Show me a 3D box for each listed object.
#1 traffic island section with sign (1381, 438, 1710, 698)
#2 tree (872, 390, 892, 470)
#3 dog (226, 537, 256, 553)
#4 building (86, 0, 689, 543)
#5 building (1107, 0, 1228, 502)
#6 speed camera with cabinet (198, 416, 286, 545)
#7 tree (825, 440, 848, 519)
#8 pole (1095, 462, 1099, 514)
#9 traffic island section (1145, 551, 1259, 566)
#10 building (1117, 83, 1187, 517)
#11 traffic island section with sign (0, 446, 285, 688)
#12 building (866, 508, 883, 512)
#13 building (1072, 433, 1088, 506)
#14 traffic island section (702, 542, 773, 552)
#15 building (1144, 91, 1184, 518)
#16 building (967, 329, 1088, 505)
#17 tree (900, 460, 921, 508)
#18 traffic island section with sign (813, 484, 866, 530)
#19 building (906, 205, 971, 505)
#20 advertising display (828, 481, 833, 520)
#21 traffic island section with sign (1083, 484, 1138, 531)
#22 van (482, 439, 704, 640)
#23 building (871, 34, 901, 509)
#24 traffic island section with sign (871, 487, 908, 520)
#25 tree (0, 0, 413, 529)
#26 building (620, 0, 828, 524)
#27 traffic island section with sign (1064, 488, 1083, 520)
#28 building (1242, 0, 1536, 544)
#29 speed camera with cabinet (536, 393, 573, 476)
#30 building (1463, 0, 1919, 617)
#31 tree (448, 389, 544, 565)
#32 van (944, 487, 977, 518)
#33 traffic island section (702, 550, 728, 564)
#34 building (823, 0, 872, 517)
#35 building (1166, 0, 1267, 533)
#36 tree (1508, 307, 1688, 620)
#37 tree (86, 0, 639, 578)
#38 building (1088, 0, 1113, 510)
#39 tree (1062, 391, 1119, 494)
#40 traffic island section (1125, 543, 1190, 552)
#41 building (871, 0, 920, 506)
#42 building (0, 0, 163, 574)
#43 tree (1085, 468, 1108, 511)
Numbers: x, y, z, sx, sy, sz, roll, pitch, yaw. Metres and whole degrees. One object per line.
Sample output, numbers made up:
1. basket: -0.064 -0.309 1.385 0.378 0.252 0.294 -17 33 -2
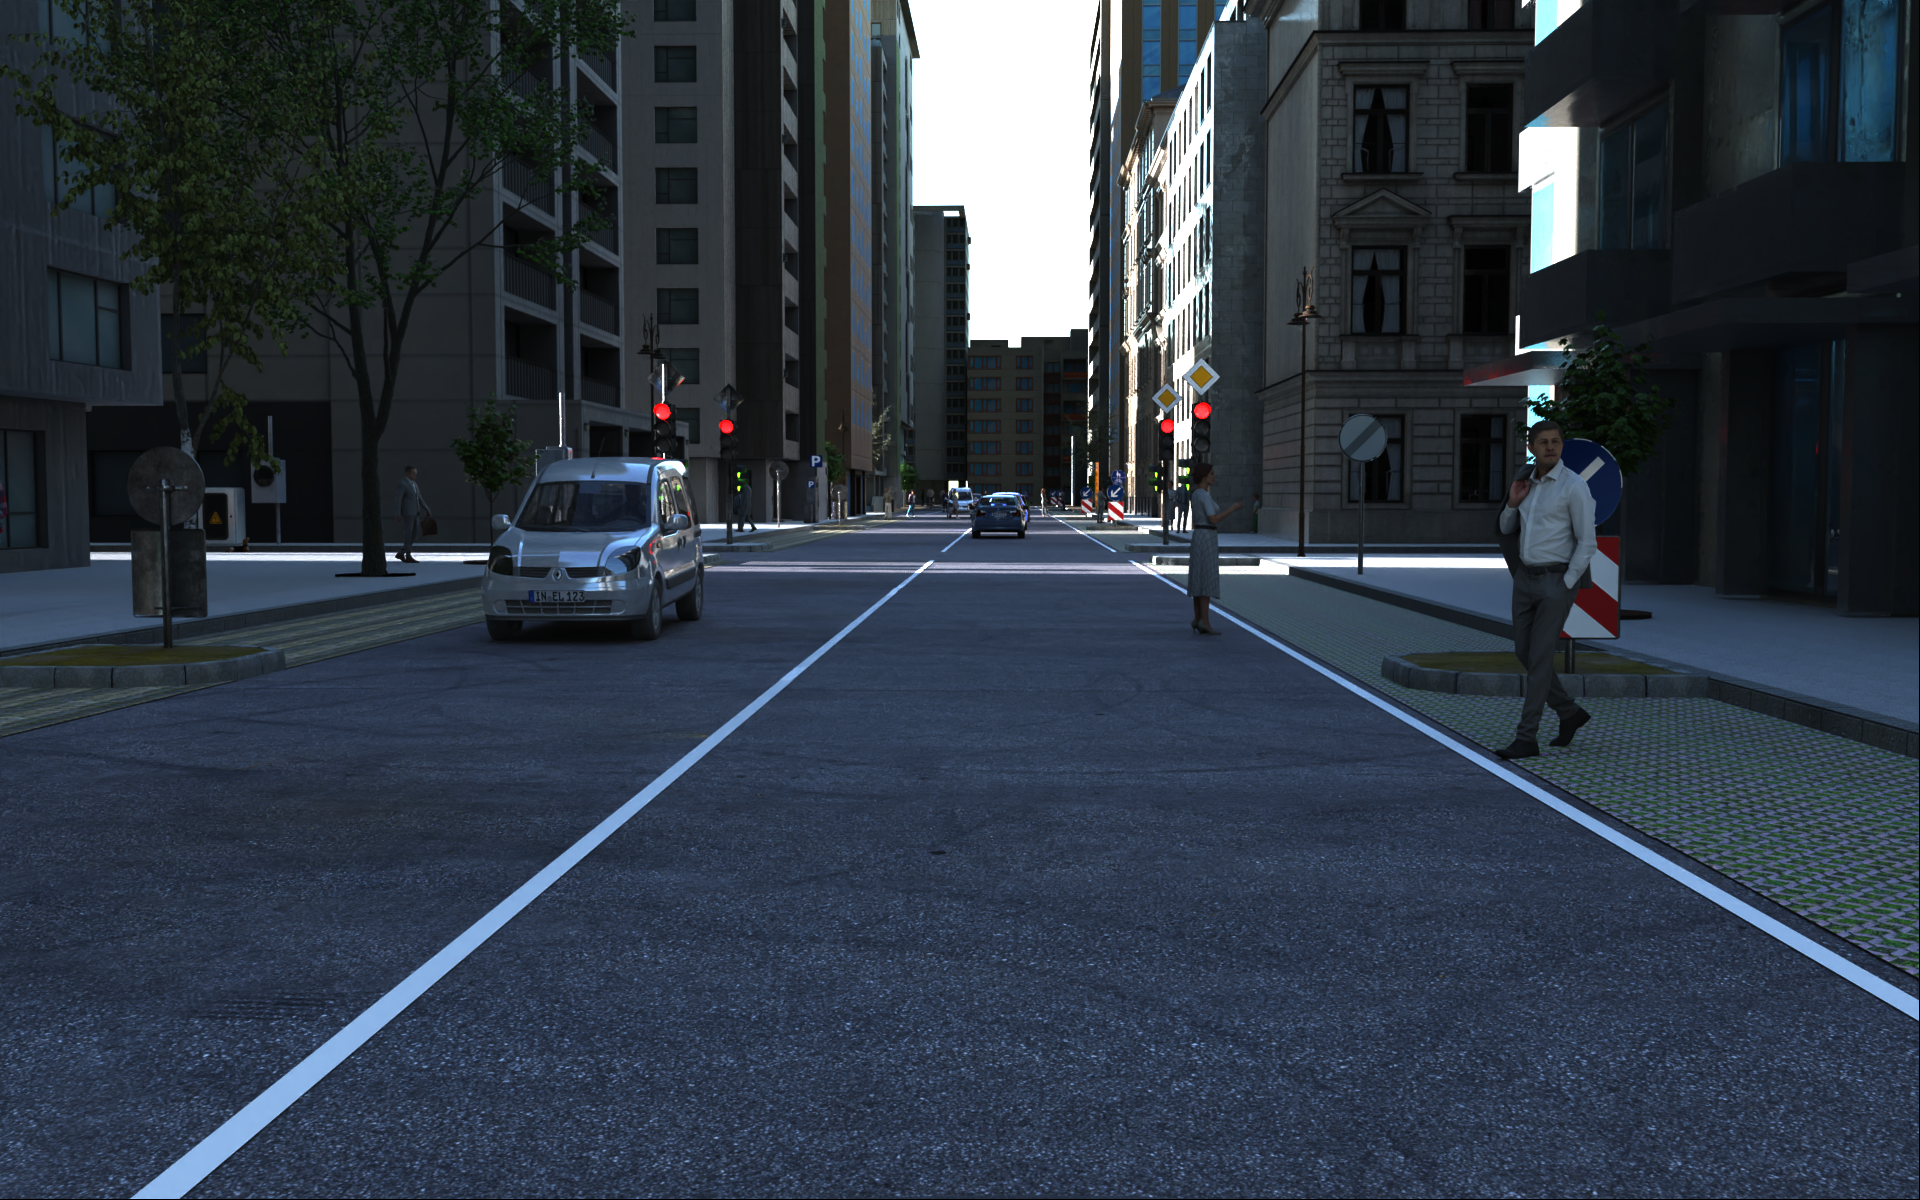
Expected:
1. traffic island section with sign: 4.285 -0.272 13.074 1.989 1.847 2.006 0 4 2
2. tree: -6.705 -9.988 113.659 4.360 8.622 3.978 0 3 0
3. dog: -17.294 -1.306 41.544 0.748 0.427 0.550 2 4 24
4. building: -19.672 -37.627 53.450 20.563 71.187 20.611 0 4 2
5. building: 18.791 -29.521 132.780 14.600 45.320 14.200 0 4 2
6. speed camera with cabinet: -18.145 -3.021 43.735 2.038 3.252 0.660 0 4 1
7. tree: -7.604 -6.553 90.852 4.285 4.588 4.351 0 3 0
8. pole: 8.830 -7.200 111.557 0.158 3.312 0.155 0 3 0
9. traffic island section: 4.986 -0.832 35.886 2.009 0.180 2.903 0 4 2
10. building: 16.510 -18.886 106.044 12.463 27.353 25.104 0 4 2
11. traffic island section with sign: -6.513 -0.308 13.661 1.989 1.847 2.006 0 4 2
12. building: -22.124 -26.879 131.354 32.217 40.220 23.993 0 4 2
13. building: 23.229 -52.820 176.283 22.319 86.520 31.000 0 4 2
14. traffic island section: -5.903 -1.342 44.215 2.009 0.180 2.903 0 4 2
15. building: 15.405 -15.105 83.127 11.583 22.565 21.152 0 4 2
16. building: 15.709 -22.764 217.223 28.899 21.520 27.650 0 4 2
17. tree: -5.215 -11.044 164.284 4.285 4.588 4.351 0 3 0
18. traffic island section with sign: -4.798 -3.728 69.576 1.989 1.847 2.006 0 4 2
19. building: -10.654 -32.285 219.744 23.993 40.220 32.217 0 4 2
20. advertising display: -6.529 -5.025 87.371 0.123 1.923 0.974 0 4 2
21. traffic island section with sign: 6.001 -3.659 68.454 1.989 1.847 2.006 0 4 2
22. van: -3.785 -0.692 18.320 2.013 2.044 4.112 0 4 0
23. building: -12.599 -28.534 150.130 14.154 41.232 14.086 0 4 2
24. traffic island section with sign: -3.944 -5.403 96.967 1.989 1.847 2.006 0 4 2
25. tree: -8.763 -4.264 20.077 4.737 8.622 4.395 0 3 0
26. building: -13.914 -18.846 79.839 14.160 30.474 14.107 0 4 2
27. traffic island section with sign: 6.833 -5.307 95.397 1.989 1.847 2.006 0 4 2
28. building: 18.225 -11.252 48.594 19.286 19.102 10.561 0 4 2
29. speed camera with cabinet: -7.935 -2.463 34.600 0.660 3.252 2.038 0 4 1
30. building: 19.745 -24.368 18.028 23.786 49.044 30.456 0 4 2
31. tree: -8.511 -2.283 31.925 1.663 3.219 1.824 0 3 0
32. van: 0.043 -5.946 104.228 2.013 2.044 4.112 0 4 0
33. traffic island section: -6.150 -0.853 36.234 2.009 0.180 2.903 0 4 2
34. building: -12.666 -27.606 101.470 14.600 45.320 14.200 0 4 2
35. building: 13.613 -12.810 64.192 10.420 20.320 16.860 0 4 2
36. tree: 6.577 -1.438 18.119 1.663 3.219 1.824 0 3 0
37. tree: -9.047 -6.179 26.784 9.928 11.665 9.643 0 3 0
38. building: 22.327 -32.225 150.576 21.300 48.544 21.600 0 4 2
39. tree: 9.465 -10.549 122.838 4.360 8.622 3.978 0 3 0
40. traffic island section: 5.233 -1.320 43.868 2.009 0.180 2.903 0 4 2
41. building: -18.584 -36.152 180.322 27.495 52.752 28.713 0 4 2
42. building: -21.456 -20.967 26.405 14.086 41.232 14.154 0 4 2
43. tree: 10.105 -8.249 129.474 1.663 3.219 1.824 0 3 0
